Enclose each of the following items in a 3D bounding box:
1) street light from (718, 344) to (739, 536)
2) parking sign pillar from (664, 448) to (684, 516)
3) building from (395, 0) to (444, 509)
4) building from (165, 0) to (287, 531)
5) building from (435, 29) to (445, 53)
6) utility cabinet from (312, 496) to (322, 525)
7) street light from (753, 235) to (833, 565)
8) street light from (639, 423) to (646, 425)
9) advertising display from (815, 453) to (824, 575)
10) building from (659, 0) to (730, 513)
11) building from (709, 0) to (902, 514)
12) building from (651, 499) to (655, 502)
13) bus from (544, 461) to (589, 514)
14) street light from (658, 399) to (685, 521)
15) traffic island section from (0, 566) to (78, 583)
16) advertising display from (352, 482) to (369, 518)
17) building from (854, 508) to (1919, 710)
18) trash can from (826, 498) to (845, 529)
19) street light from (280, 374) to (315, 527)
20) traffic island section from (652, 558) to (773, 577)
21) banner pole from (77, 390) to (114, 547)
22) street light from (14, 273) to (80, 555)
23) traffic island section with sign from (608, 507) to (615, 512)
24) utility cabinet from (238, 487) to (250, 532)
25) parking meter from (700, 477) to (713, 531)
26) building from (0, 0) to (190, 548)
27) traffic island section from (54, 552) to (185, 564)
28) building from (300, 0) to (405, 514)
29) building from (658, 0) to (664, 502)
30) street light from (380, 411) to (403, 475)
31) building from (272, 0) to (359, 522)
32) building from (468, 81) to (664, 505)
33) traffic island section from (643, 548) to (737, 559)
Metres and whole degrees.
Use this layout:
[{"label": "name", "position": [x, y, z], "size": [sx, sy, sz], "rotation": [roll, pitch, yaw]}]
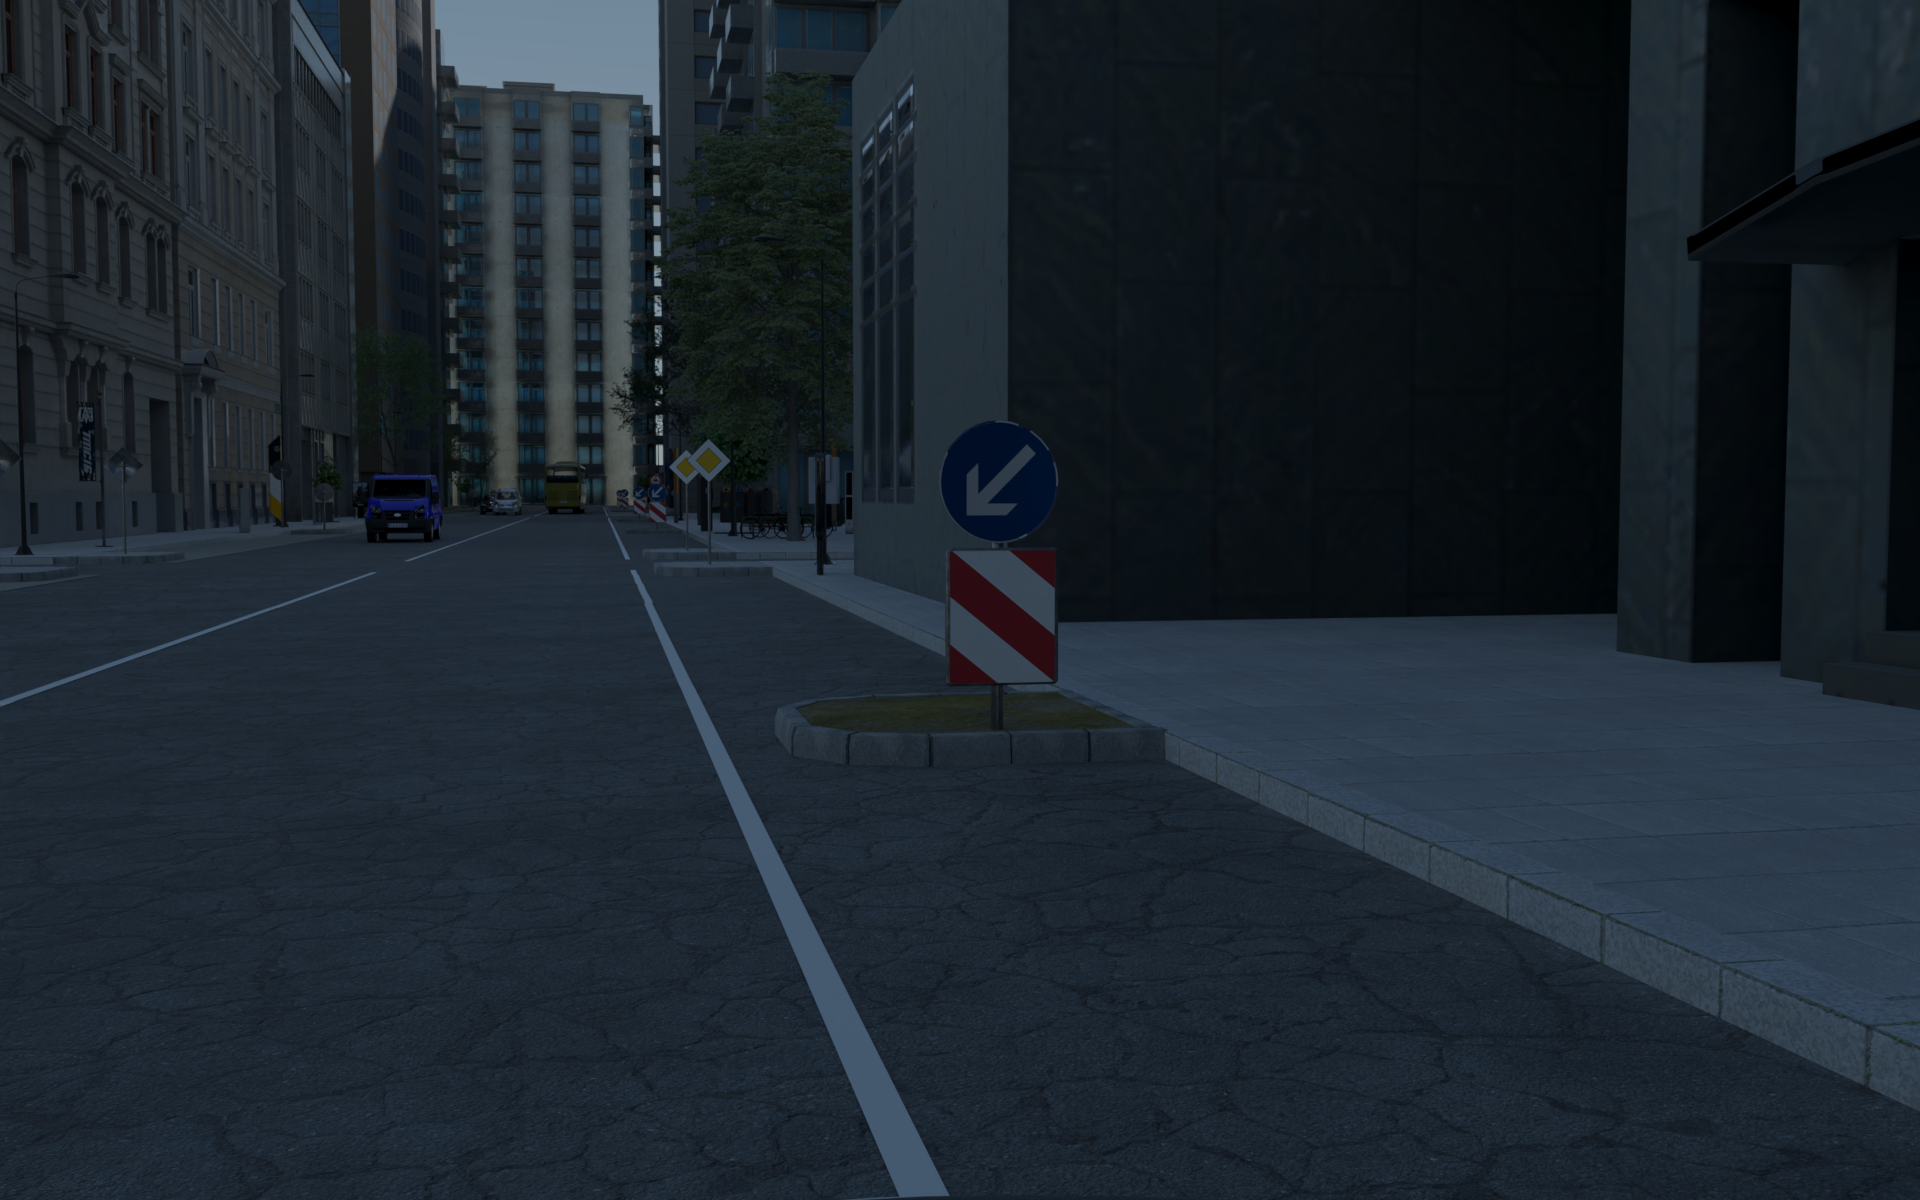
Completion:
[{"label": "street light", "position": [-7.434, -4.881, 52.352], "size": [1.470, 5.913, 1.316], "rotation": [-1, 4, -12]}, {"label": "parking sign pillar", "position": [-16.923, -6.903, 101.339], "size": [1.447, 3.967, 1.447], "rotation": [-1, 4, -22]}, {"label": "building", "position": [-52.667, -36.226, 134.288], "size": [21.231, 58.520, 28.212], "rotation": [-1, 4, -12]}, {"label": "building", "position": [-34.964, -17.232, 67.650], "size": [13.634, 28.700, 20.117], "rotation": [-1, 4, -12]}, {"label": "building", "position": [-64.226, -33.487, 167.123], "size": [30.456, 49.044, 23.786], "rotation": [-1, 4, -12]}, {"label": "utility cabinet", "position": [-26.839, -3.739, 72.296], "size": [0.306, 1.237, 1.020], "rotation": [-2, 4, -26]}, {"label": "street light", "position": [-3.023, -3.597, 31.350], "size": [1.470, 5.913, 1.316], "rotation": [-1, 4, -12]}, {"label": "street light", "position": [-20.230, -8.595, 113.063], "size": [1.470, 5.913, 1.316], "rotation": [-1, 4, -12]}, {"label": "advertising display", "position": [-2.244, -1.375, 27.702], "size": [0.123, 1.923, 0.974], "rotation": [0, 4, -6]}, {"label": "building", "position": [-11.872, -35.963, 130.001], "size": [21.231, 58.520, 28.212], "rotation": [-1, 4, -12]}, {"label": "building", "position": [-2.191, -29.146, 96.141], "size": [23.786, 49.044, 30.456], "rotation": [-1, 4, -12]}, {"label": "building", "position": [-15.430, -29.728, 177.933], "size": [32.217, 40.220, 23.993], "rotation": [-1, 4, -12]}, {"label": "bus", "position": [-29.247, -8.393, 128.774], "size": [2.896, 3.916, 12.252], "rotation": [-1, 4, -10]}, {"label": "street light", "position": [-13.903, -6.738, 82.714], "size": [1.470, 5.913, 1.316], "rotation": [-1, 4, -12]}, {"label": "traffic island section", "position": [-16.174, -0.417, 29.098], "size": [2.009, 0.180, 2.903], "rotation": [-1, 4, -12]}, {"label": "advertising display", "position": [-31.496, -5.250, 91.053], "size": [0.974, 1.923, 0.123], "rotation": [1, 4, 17]}, {"label": "building", "position": [12.416, -42.768, 11.930], "size": [22.319, 86.520, 31.000], "rotation": [-1, 4, -12]}, {"label": "trash can", "position": [-4.899, -3.476, 68.485], "size": [0.748, 1.137, 0.748], "rotation": [0, 3, 0]}, {"label": "street light", "position": [-25.600, -5.773, 66.931], "size": [1.470, 5.913, 1.316], "rotation": [-1, 4, -12]}, {"label": "traffic island section", "position": [-4.534, -0.565, 31.522], "size": [2.009, 0.180, 2.903], "rotation": [-1, 4, -12]}, {"label": "banner pole", "position": [-20.845, -3.159, 41.667], "size": [0.401, 3.779, 0.863], "rotation": [2, 4, 26]}, {"label": "street light", "position": [-19.169, -3.905, 36.386], "size": [1.470, 5.913, 1.316], "rotation": [-1, 4, -12]}, {"label": "traffic island section with sign", "position": [-27.035, -7.970, 138.940], "size": [1.989, 1.847, 2.006], "rotation": [-1, 4, -12]}, {"label": "utility cabinet", "position": [-23.838, -2.996, 57.660], "size": [0.318, 1.500, 1.173], "rotation": [-2, 4, -25]}, {"label": "parking meter", "position": [-8.705, -3.292, 59.538], "size": [0.399, 1.863, 0.255], "rotation": [-2, 4, -32]}, {"label": "building", "position": [-30.330, -15.826, 46.147], "size": [14.401, 28.519, 23.554], "rotation": [-1, 4, -12]}, {"label": "traffic island section", "position": [-17.811, -0.895, 36.914], "size": [2.009, 0.180, 2.903], "rotation": [-1, 4, -12]}, {"label": "building", "position": [-45.112, -28.407, 114.566], "size": [14.600, 45.320, 14.200], "rotation": [-1, 4, -12]}, {"label": "building", "position": [-25.255, -47.059, 207.663], "size": [20.611, 71.187, 20.563], "rotation": [-1, 4, -12]}, {"label": "street light", "position": [-31.938, -7.629, 97.277], "size": [1.470, 5.913, 1.316], "rotation": [-1, 4, -12]}, {"label": "building", "position": [-38.245, -16.484, 87.531], "size": [12.078, 24.808, 19.932], "rotation": [-1, 4, -12]}, {"label": "building", "position": [-50.475, -35.755, 204.205], "size": [30.456, 49.044, 23.786], "rotation": [-1, 4, -12]}, {"label": "traffic island section", "position": [-6.171, -1.043, 39.338], "size": [2.009, 0.180, 2.903], "rotation": [-1, 4, -12]}]
